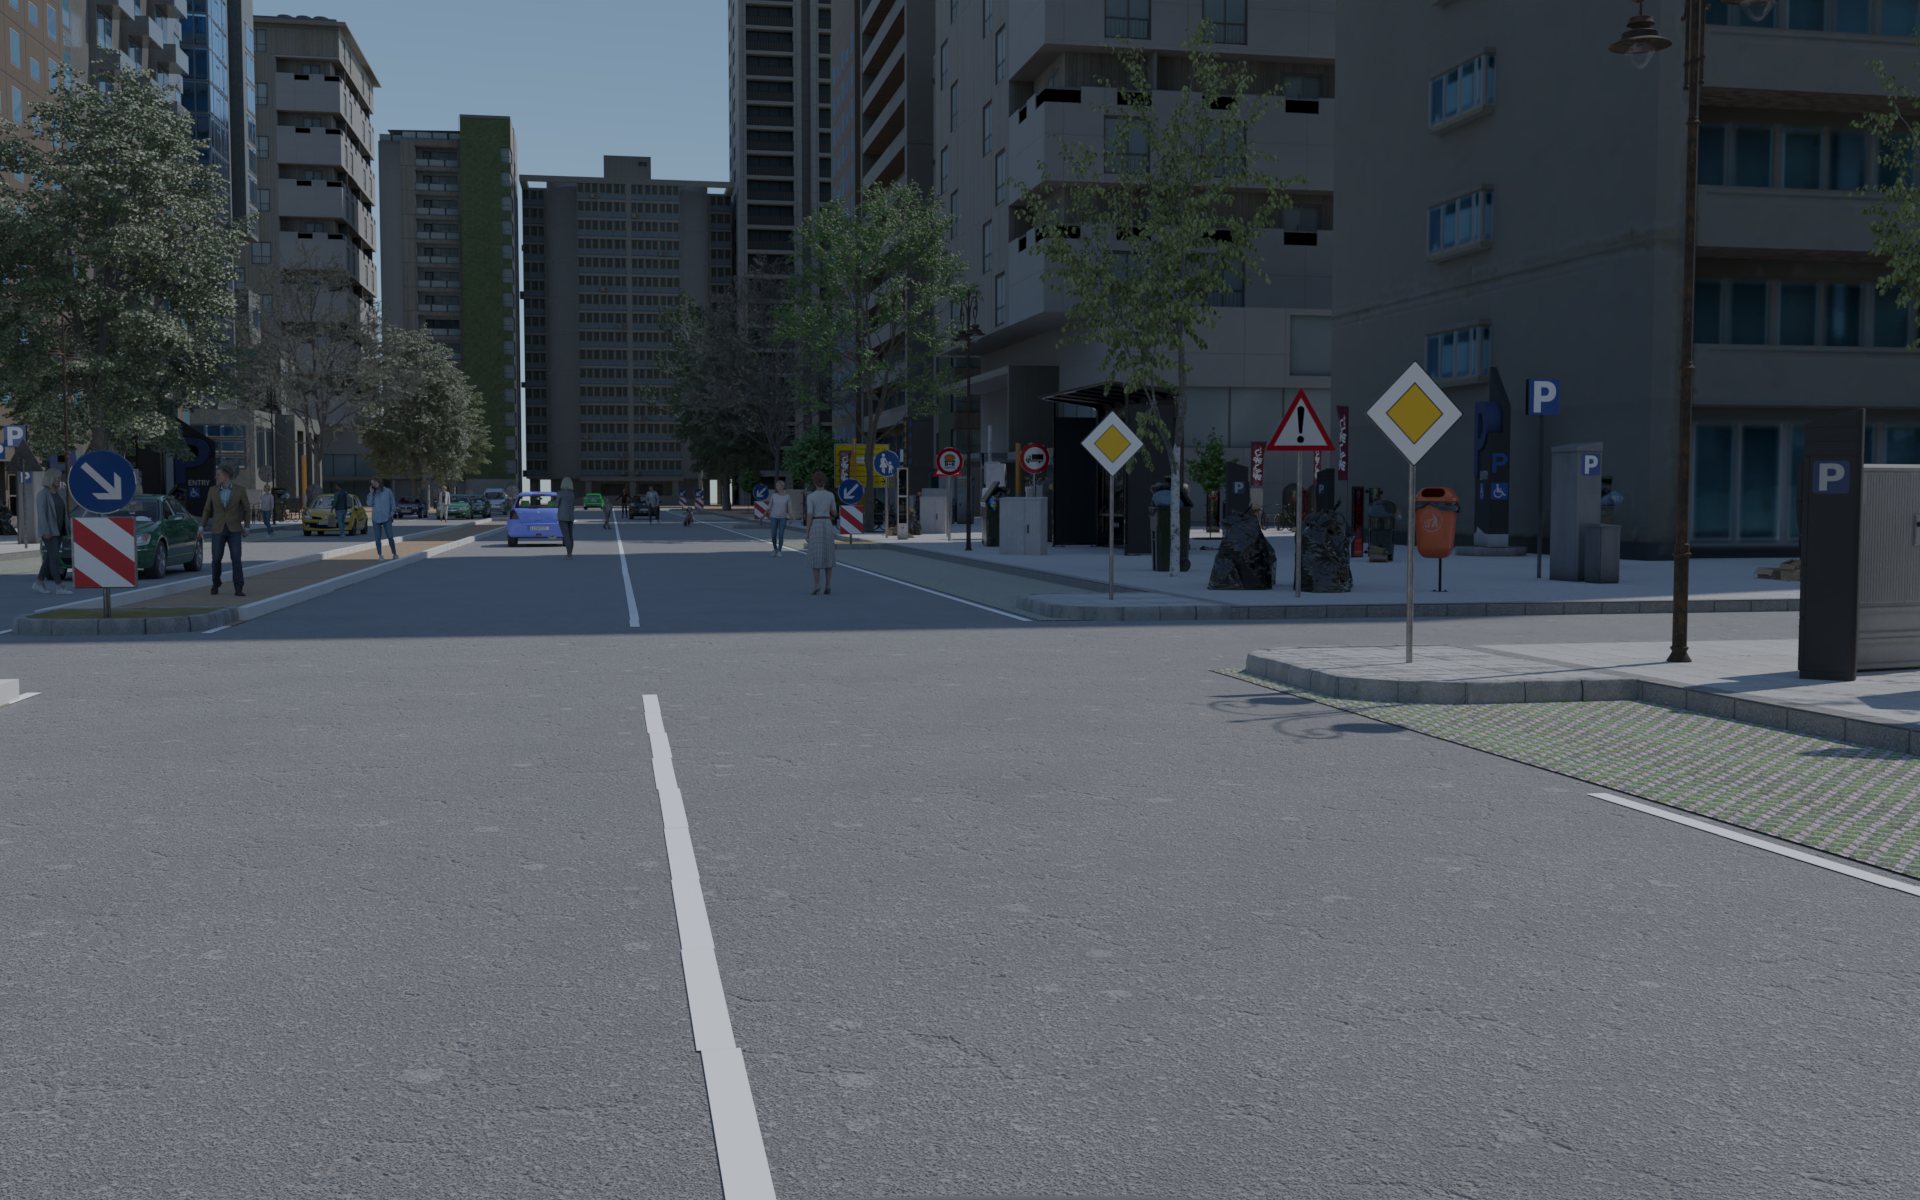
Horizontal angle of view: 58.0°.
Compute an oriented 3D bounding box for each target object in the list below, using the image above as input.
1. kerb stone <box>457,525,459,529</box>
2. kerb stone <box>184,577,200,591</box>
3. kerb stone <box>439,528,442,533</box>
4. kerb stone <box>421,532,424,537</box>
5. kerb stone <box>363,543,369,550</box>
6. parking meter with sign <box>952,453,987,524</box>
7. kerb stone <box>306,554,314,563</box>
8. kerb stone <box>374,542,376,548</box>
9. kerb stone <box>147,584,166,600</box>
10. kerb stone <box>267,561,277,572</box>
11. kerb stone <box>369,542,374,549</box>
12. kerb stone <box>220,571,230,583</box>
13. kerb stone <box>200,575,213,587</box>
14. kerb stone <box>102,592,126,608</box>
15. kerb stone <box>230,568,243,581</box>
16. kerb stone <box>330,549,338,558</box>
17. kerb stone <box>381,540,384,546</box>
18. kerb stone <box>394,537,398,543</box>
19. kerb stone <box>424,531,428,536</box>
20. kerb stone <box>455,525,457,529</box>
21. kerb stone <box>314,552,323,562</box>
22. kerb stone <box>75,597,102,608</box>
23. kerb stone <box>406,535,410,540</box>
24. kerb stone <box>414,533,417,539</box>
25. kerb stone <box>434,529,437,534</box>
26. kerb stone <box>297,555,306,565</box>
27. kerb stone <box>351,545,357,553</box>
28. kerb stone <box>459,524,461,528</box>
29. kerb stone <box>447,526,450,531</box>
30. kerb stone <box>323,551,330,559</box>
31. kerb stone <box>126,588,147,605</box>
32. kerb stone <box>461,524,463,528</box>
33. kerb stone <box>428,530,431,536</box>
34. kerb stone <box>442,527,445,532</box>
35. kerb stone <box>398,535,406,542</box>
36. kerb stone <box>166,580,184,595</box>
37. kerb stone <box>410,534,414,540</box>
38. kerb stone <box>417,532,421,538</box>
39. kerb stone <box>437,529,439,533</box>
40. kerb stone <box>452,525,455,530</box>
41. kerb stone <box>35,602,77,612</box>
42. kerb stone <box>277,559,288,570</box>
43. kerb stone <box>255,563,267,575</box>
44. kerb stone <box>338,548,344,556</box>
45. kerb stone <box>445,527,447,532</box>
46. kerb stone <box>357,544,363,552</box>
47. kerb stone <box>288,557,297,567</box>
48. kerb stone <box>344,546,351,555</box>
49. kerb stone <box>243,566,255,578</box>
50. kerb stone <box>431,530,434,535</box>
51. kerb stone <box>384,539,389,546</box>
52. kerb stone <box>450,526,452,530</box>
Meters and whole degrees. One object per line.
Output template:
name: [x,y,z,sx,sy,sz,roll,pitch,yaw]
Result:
kerb stone: [-20.421,-2.916,69.896,0.120,0.150,1.000,-1,4,-11]
kerb stone: [-11.488,-0.212,25.672,0.120,0.150,1.000,-1,4,-11]
kerb stone: [-18.995,-2.488,62.868,0.120,0.150,1.000,-1,4,-11]
kerb stone: [-17.784,-2.117,56.837,0.120,0.150,1.000,-1,4,-11]
kerb stone: [-15.143,-1.320,43.774,0.120,0.150,1.000,-1,4,-11]
parking meter with sign: [0.231,-4.736,73.699,1.738,3.016,0.543,1,4,14]
kerb stone: [-13.520,-0.828,35.731,0.120,0.150,1.000,-1,4,-11]
kerb stone: [-15.545,-1.442,45.779,0.120,0.150,1.000,-1,4,-11]
kerb stone: [-11.073,-0.090,23.662,0.120,0.150,1.000,-1,4,-11]
kerb stone: [-12.706,-0.582,31.712,0.120,0.150,1.000,-1,4,-11]
kerb stone: [-15.344,-1.374,44.777,0.120,0.150,1.000,-1,4,-11]
kerb stone: [-11.889,-0.329,27.680,0.120,0.150,1.000,-1,4,-11]
kerb stone: [-11.695,-0.274,26.673,0.120,0.150,1.000,-1,4,-11]
kerb stone: [-10.666,0.033,21.649,0.120,0.150,1.000,-1,4,-11]
kerb stone: [-12.088,-0.396,28.690,0.120,0.150,1.000,-1,4,-11]
kerb stone: [-14.118,-1.007,38.740,0.120,0.150,1.000,-1,4,-11]
kerb stone: [-15.760,-1.503,46.789,0.120,0.150,1.000,-1,4,-11]
kerb stone: [-16.365,-1.688,49.796,0.120,0.150,1.000,-1,4,-11]
kerb stone: [-17.980,-2.180,57.841,0.120,0.150,1.000,-1,4,-11]
kerb stone: [-20.222,-2.856,68.893,0.120,0.150,1.000,-1,4,-11]
kerb stone: [-13.718,-0.889,36.734,0.120,0.150,1.000,-1,4,-11]
kerb stone: [-10.466,0.095,20.646,0.120,0.150,1.000,-1,4,-11]
kerb stone: [-16.978,-1.871,52.821,0.120,0.150,1.000,-1,4,-11]
kerb stone: [-17.374,-1.996,54.833,0.120,0.150,1.000,-1,4,-11]
kerb stone: [-18.594,-2.365,60.856,0.120,0.150,1.000,-1,4,-11]
kerb stone: [-13.312,-0.767,34.730,0.120,0.150,1.000,-1,4,-11]
kerb stone: [-14.735,-1.193,41.767,0.120,0.150,1.000,-1,4,-11]
kerb stone: [-20.621,-2.979,70.904,0.120,0.150,1.000,-1,4,-11]
kerb stone: [-19.610,-2.672,65.888,0.120,0.150,1.000,-1,4,-11]
kerb stone: [-13.922,-0.943,37.736,0.120,0.150,1.000,-1,4,-11]
kerb stone: [-10.869,-0.028,22.651,0.120,0.150,1.000,-1,4,-11]
kerb stone: [-20.827,-3.040,71.906,0.120,0.150,1.000,-1,4,-11]
kerb stone: [-18.191,-2.242,58.846,0.120,0.150,1.000,-1,4,-11]
kerb stone: [-19.208,-2.550,63.883,0.120,0.150,1.000,-1,4,-11]
kerb stone: [-16.769,-1.812,51.820,0.120,0.150,1.000,-1,4,-11]
kerb stone: [-11.279,-0.151,24.668,0.120,0.150,1.000,-1,4,-11]
kerb stone: [-17.173,-1.935,53.829,0.120,0.150,1.000,-1,4,-11]
kerb stone: [-17.578,-2.054,55.836,0.120,0.150,1.000,-1,4,-11]
kerb stone: [-18.798,-2.426,61.865,0.120,0.150,1.000,-1,4,-11]
kerb stone: [-20.015,-2.795,67.892,0.120,0.150,1.000,-1,4,-11]
kerb stone: [-10.264,0.159,19.642,0.120,0.150,1.000,-1,4,-11]
kerb stone: [-12.905,-0.643,32.717,0.120,0.150,1.000,-1,4,-11]
kerb stone: [-12.495,-0.521,30.707,0.120,0.150,1.000,-1,4,-11]
kerb stone: [-14.329,-1.073,39.743,0.120,0.150,1.000,-1,4,-11]
kerb stone: [-19.411,-2.611,64.885,0.120,0.150,1.000,-1,4,-11]
kerb stone: [-14.935,-1.259,42.773,0.120,0.150,1.000,-1,4,-11]
kerb stone: [-13.114,-0.705,33.720,0.120,0.150,1.000,-1,4,-11]
kerb stone: [-14.532,-1.133,40.751,0.120,0.150,1.000,-1,4,-11]
kerb stone: [-12.294,-0.458,29.691,0.120,0.150,1.000,-1,4,-11]
kerb stone: [-18.390,-2.302,59.851,0.120,0.150,1.000,-1,4,-11]
kerb stone: [-15.949,-1.566,47.794,0.120,0.150,1.000,-1,4,-11]
kerb stone: [-19.810,-2.734,66.890,0.120,0.150,1.000,-1,4,-11]
